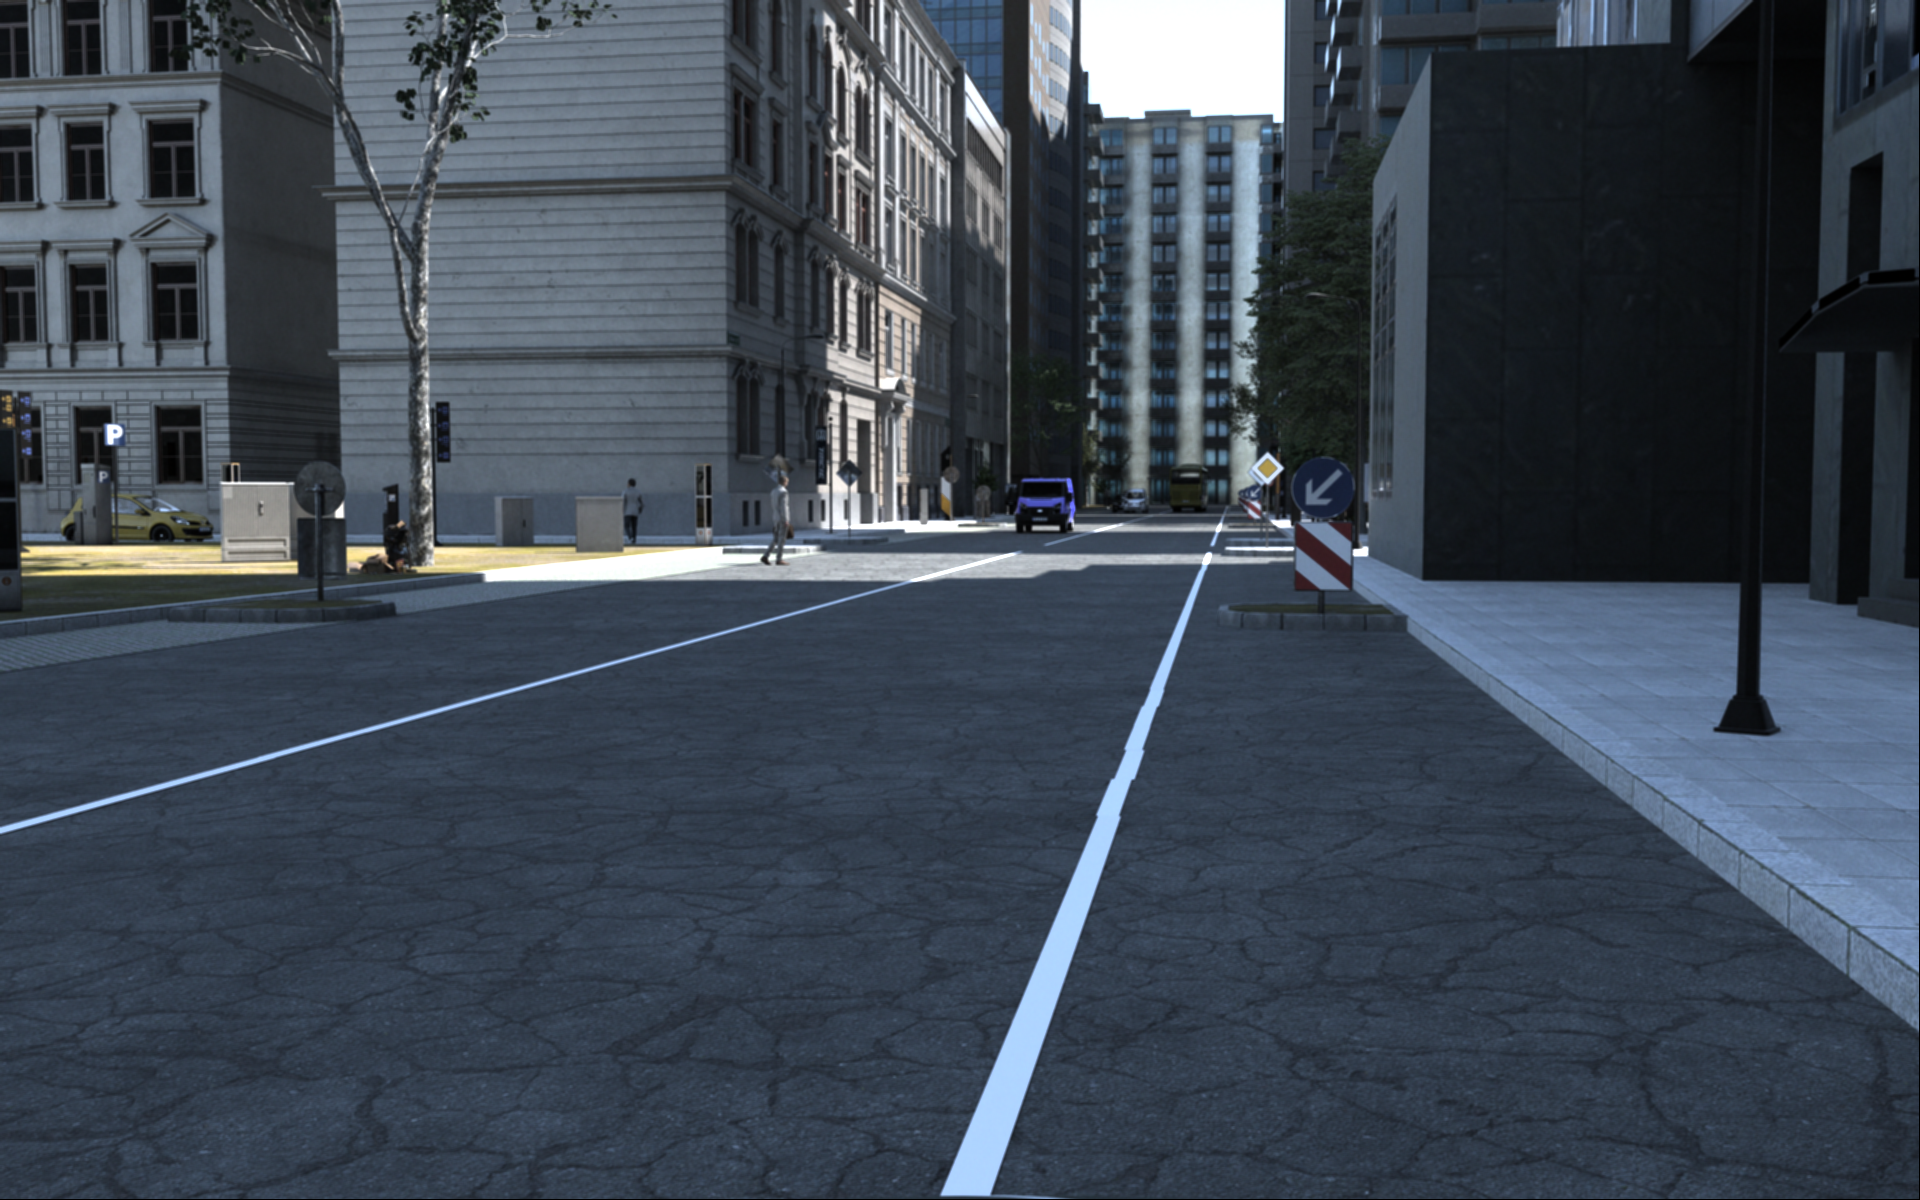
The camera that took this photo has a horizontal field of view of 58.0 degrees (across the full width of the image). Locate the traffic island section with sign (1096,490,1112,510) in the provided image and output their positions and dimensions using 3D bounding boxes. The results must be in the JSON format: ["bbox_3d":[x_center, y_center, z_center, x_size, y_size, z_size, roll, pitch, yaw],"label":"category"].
[{"bbox_3d":[12.943,-8.740,151.529,1.989,1.847,2.006,1,4,9],"label":"traffic island section with sign"}]

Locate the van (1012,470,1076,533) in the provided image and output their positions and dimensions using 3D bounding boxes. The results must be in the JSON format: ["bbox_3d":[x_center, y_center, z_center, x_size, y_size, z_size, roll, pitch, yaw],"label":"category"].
[{"bbox_3d":[3.236,-3.729,65.353,2.240,2.365,5.245,0,4,8],"label":"van"}]

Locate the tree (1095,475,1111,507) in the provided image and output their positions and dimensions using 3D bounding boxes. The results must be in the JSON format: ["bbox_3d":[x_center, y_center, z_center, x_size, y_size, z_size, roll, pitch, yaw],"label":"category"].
[{"bbox_3d":[14.672,-11.173,177.282,1.663,3.219,1.824,0,3,0],"label":"tree"}]

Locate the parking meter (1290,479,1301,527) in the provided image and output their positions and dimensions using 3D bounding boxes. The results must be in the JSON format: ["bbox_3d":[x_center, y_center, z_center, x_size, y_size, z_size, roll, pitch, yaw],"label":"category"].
[{"bbox_3d":[13.306,-3.842,68.526,0.399,1.863,0.255,-1,4,-11],"label":"parking meter"}]

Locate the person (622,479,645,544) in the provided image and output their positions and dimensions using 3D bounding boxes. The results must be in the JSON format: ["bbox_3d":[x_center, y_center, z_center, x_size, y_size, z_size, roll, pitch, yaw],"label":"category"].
[{"bbox_3d":[-8.640,-2.287,45.745,0.661,1.843,0.795,-2,4,-27],"label":"person"}]

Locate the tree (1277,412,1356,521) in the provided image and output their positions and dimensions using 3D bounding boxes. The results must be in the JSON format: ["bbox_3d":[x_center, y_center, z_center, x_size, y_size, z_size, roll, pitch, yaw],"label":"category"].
[{"bbox_3d":[13.561,-4.972,65.005,4.285,4.588,4.351,0,3,0],"label":"tree"}]

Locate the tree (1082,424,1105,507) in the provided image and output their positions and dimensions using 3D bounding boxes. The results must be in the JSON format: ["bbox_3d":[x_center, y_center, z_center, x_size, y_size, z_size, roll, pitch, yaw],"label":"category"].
[{"bbox_3d":[12.470,-13.514,171.312,4.737,8.622,4.395,0,3,0],"label":"tree"}]

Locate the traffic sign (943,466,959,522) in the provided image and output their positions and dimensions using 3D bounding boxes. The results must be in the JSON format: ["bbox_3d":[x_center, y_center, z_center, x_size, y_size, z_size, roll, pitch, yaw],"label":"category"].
[{"bbox_3d":[-0.404,-4.852,79.439,0.768,2.556,0.104,1,4,16],"label":"traffic sign"}]

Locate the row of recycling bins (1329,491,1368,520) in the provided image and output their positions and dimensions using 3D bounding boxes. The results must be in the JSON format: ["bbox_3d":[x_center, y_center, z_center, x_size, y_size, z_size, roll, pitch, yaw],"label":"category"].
[{"bbox_3d":[18.945,-4.782,85.301,1.069,1.692,3.534,-2,4,-29],"label":"row of recycling bins"}]

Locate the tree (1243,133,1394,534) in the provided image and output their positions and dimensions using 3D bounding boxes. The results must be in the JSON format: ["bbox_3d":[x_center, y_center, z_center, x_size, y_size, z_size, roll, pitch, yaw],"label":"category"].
[{"bbox_3d":[12.693,-8.367,54.925,7.486,12.596,7.792,0,3,0],"label":"tree"}]

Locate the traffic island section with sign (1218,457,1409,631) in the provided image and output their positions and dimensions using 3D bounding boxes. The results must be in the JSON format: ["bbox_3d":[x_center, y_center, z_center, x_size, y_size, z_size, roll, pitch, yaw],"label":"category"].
[{"bbox_3d":[3.875,-0.647,19.211,1.989,1.847,2.006,1,4,9],"label":"traffic island section with sign"}]

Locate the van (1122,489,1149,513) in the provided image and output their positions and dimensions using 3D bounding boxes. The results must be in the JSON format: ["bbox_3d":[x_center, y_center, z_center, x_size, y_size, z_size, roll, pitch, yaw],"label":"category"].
[{"bbox_3d":[13.161,-7.491,129.481,2.013,2.044,4.112,1,4,10],"label":"van"}]

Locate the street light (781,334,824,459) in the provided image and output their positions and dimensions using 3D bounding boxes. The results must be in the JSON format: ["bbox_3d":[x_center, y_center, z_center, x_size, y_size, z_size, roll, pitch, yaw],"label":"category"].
[{"bbox_3d":[-4.643,-4.772,50.557,1.470,5.913,1.316,1,4,9],"label":"street light"}]

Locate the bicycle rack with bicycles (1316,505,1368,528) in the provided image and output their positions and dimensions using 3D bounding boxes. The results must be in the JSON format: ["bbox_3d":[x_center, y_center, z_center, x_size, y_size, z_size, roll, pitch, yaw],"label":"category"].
[{"bbox_3d":[13.395,-2.773,58.727,2.925,0.926,2.852,0,4,4],"label":"bicycle rack with bicycles"}]

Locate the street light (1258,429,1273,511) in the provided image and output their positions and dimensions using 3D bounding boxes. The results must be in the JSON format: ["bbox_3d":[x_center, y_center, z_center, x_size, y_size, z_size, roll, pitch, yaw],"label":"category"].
[{"bbox_3d":[16.701,-7.308,92.031,1.470,5.913,1.316,1,4,9],"label":"street light"}]

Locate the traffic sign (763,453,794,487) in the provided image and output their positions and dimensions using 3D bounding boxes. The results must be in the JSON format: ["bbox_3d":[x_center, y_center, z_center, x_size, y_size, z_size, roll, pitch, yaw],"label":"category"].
[{"bbox_3d":[-4.466,-2.385,42.630,0.795,2.450,0.064,1,4,9],"label":"traffic sign"}]

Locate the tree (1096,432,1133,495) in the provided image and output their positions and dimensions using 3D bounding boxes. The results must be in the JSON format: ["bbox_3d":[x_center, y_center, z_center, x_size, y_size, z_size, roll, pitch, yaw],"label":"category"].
[{"bbox_3d":[18.194,-15.388,201.948,4.360,8.622,3.978,0,3,0],"label":"tree"}]

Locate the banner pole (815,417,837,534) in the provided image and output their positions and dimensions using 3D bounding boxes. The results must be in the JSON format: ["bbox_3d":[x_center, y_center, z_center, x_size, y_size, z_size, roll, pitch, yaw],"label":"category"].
[{"bbox_3d":[-4.362,-4.041,56.092,0.863,3.779,0.401,-3,5,-43],"label":"banner pole"}]

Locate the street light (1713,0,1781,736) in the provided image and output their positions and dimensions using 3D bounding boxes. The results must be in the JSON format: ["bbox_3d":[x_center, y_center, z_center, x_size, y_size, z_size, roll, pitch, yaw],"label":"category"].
[{"bbox_3d":[3.726,-2.247,9.284,1.470,5.913,1.316,1,4,9],"label":"street light"}]

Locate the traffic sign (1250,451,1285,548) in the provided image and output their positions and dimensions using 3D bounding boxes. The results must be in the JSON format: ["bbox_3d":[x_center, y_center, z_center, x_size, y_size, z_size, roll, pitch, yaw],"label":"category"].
[{"bbox_3d":[7.232,-2.271,40.779,0.795,2.450,0.064,1,4,9],"label":"traffic sign"}]

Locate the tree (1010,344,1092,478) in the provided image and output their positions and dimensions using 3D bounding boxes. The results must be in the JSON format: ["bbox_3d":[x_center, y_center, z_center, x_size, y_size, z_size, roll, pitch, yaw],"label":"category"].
[{"bbox_3d":[5.591,-11.918,120.615,9.928,11.665,9.643,0,3,0],"label":"tree"}]

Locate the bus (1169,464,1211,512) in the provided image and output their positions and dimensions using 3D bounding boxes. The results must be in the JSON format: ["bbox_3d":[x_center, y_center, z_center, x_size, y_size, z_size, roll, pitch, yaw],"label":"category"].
[{"bbox_3d":[18.648,-9.112,140.534,2.896,3.916,12.252,1,4,11],"label":"bus"}]

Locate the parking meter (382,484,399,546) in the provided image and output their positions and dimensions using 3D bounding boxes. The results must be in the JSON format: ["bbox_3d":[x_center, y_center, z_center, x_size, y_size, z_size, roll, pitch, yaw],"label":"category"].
[{"bbox_3d":[-13.982,-2.088,42.550,0.372,1.533,0.369,0,3,0],"label":"parking meter"}]

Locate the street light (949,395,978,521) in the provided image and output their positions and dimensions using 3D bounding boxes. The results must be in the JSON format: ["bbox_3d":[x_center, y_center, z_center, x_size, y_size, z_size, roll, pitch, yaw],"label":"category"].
[{"bbox_3d":[0.167,-6.658,81.398,1.470,5.913,1.316,1,4,9],"label":"street light"}]

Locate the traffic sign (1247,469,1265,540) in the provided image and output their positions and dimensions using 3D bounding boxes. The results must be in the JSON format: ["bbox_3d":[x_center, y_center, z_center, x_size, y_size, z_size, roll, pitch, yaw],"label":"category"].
[{"bbox_3d":[8.471,-2.754,48.667,0.795,2.450,0.064,1,4,9],"label":"traffic sign"}]

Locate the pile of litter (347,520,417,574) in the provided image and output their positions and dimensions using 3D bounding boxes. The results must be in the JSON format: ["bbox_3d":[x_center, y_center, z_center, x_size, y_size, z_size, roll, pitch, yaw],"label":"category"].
[{"bbox_3d":[-9.481,-0.883,28.398,1.176,0.858,1.719,0,4,-8],"label":"pile of litter"}]

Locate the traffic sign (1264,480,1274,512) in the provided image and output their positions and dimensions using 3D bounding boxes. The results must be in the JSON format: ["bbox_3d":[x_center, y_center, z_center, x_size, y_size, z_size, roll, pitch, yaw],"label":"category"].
[{"bbox_3d":[21.602,-7.409,121.244,0.768,2.556,0.104,1,4,13],"label":"traffic sign"}]

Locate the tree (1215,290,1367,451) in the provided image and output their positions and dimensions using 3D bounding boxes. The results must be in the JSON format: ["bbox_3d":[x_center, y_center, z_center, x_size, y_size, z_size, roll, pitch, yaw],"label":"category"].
[{"bbox_3d":[15.269,-8.893,79.819,7.601,10.594,8.767,-1,4,-17],"label":"tree"}]

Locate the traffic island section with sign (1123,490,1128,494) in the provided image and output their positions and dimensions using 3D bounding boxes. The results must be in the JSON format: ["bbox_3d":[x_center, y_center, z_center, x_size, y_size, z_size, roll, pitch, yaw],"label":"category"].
[{"bbox_3d":[17.243,-10.417,178.948,1.989,1.847,2.006,1,4,9],"label":"traffic island section with sign"}]

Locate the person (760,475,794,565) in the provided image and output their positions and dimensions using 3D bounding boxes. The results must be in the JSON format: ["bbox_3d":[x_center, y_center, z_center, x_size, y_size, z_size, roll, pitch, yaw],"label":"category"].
[{"bbox_3d":[-3.615,-1.614,35.005,0.853,1.813,0.709,-3,4,-39],"label":"person"}]

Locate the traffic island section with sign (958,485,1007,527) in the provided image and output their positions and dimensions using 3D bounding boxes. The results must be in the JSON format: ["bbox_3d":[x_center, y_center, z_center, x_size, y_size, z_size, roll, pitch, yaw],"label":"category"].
[{"bbox_3d":[1.022,-4.098,75.636,1.989,1.847,2.006,1,4,9],"label":"traffic island section with sign"}]

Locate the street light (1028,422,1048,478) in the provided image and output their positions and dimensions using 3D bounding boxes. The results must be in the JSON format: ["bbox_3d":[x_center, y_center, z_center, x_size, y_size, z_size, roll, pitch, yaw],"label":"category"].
[{"bbox_3d":[4.994,-8.531,112.020,1.470,5.913,1.316,1,4,9],"label":"street light"}]

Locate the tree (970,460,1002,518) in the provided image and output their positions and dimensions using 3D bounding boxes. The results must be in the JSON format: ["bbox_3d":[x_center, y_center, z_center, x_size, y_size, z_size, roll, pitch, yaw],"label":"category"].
[{"bbox_3d":[1.261,-6.055,93.608,1.663,3.219,1.824,0,3,0],"label":"tree"}]

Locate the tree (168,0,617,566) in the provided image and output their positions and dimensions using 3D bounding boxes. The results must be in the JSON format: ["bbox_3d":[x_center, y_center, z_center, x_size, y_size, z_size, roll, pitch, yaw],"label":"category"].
[{"bbox_3d":[-10.868,-10.709,30.987,12.611,20.169,13.585,0,3,0],"label":"tree"}]

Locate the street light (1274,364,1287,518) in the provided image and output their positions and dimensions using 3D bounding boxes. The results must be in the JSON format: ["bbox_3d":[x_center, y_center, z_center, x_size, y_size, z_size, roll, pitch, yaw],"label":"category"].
[{"bbox_3d":[11.992,-5.432,61.347,1.470,5.913,1.316,1,4,9],"label":"street light"}]

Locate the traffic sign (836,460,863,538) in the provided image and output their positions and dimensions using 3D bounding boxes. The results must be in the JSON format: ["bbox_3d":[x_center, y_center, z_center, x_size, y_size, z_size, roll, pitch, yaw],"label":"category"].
[{"bbox_3d":[-3.227,-2.867,50.518,0.795,2.450,0.064,1,4,9],"label":"traffic sign"}]

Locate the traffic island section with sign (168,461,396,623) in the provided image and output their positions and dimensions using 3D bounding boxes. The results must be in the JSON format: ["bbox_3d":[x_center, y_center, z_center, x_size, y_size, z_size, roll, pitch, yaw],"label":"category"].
[{"bbox_3d":[-7.701,-0.700,20.072,1.989,1.847,2.006,1,4,9],"label":"traffic island section with sign"}]

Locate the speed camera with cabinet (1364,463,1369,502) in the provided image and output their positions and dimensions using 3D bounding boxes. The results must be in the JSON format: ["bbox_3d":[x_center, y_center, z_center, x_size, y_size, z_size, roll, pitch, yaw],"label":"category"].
[{"bbox_3d":[12.491,-3.337,48.889,2.038,3.252,0.660,2,4,24],"label":"speed camera with cabinet"}]

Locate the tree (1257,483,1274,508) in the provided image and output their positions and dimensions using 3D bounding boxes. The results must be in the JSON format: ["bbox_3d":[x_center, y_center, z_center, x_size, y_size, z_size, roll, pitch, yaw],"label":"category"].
[{"bbox_3d":[29.852,-10.872,172.364,1.663,3.219,1.824,0,3,0],"label":"tree"}]
